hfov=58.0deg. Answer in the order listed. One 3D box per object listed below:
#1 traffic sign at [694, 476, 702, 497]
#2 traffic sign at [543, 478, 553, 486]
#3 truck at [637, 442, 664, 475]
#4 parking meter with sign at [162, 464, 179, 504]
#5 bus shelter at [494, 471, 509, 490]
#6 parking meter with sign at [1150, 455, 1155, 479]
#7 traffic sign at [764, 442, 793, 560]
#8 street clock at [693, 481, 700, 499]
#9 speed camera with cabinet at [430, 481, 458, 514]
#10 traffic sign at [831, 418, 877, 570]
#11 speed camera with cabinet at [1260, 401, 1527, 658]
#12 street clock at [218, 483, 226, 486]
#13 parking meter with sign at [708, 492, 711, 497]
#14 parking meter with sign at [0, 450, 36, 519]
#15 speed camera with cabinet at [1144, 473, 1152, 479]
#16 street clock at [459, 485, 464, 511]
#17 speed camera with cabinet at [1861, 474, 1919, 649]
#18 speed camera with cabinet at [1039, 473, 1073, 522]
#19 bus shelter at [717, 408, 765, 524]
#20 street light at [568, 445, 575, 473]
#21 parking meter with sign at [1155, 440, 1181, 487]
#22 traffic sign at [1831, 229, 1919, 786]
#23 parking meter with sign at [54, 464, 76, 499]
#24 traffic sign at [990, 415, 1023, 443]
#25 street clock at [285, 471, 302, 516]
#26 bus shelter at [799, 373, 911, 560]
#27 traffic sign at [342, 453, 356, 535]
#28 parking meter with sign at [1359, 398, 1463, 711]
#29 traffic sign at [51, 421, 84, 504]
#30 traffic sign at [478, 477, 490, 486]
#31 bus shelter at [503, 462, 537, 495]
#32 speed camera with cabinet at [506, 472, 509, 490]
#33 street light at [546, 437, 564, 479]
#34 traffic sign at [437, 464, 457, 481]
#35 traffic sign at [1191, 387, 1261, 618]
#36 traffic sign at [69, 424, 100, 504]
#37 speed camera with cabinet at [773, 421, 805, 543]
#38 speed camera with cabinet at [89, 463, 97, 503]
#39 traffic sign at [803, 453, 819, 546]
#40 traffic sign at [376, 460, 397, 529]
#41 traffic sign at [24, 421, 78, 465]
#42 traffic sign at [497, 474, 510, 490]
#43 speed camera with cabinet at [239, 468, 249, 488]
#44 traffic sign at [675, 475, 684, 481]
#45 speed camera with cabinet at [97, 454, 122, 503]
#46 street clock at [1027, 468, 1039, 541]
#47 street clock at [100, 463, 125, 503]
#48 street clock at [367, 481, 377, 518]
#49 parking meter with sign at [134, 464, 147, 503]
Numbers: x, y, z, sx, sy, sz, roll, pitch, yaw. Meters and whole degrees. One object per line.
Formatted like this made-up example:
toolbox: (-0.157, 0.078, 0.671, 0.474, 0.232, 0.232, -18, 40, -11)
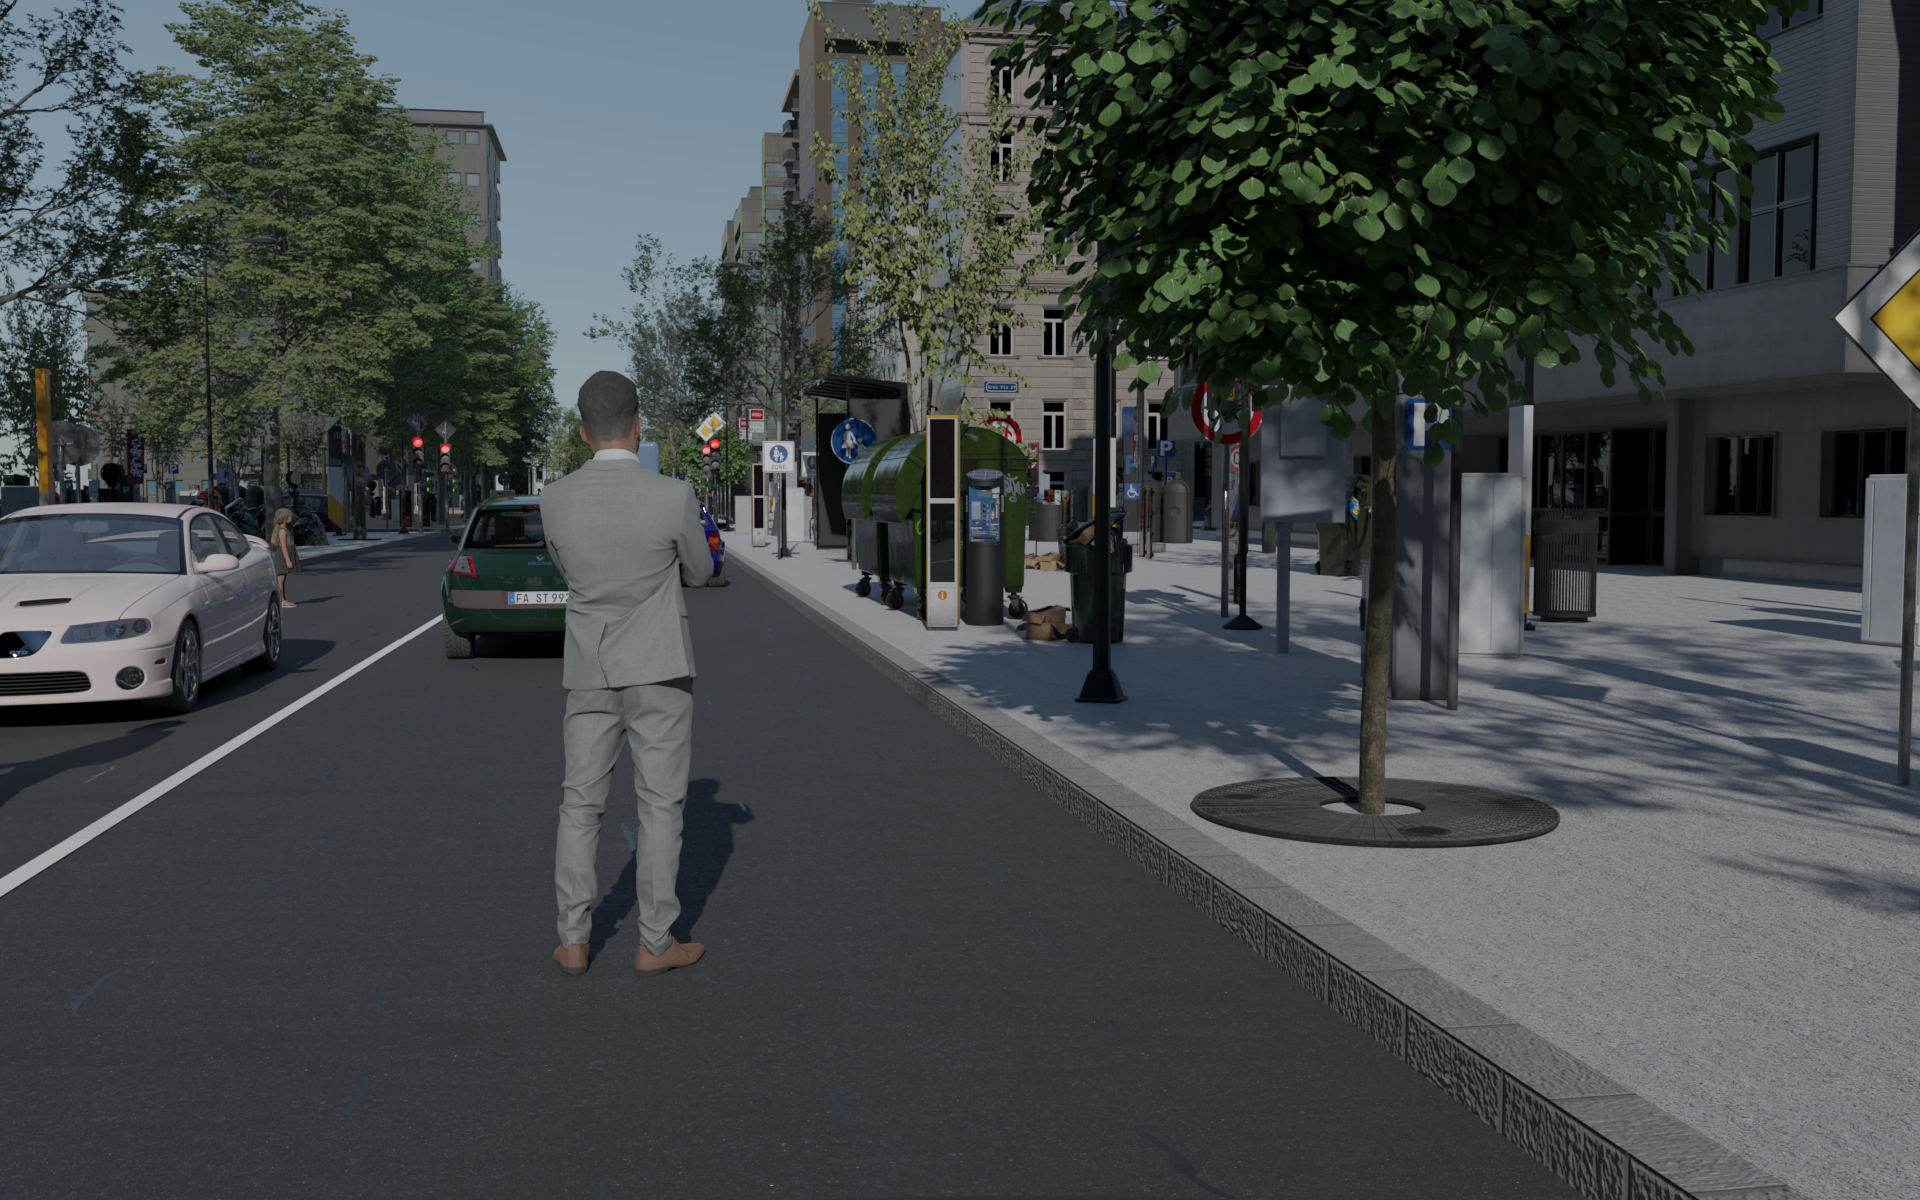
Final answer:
traffic sign: (-12.949, -5.299, 86.748, 0.768, 2.556, 0.104, 0, 4, -8)
traffic sign: (-33.046, -8.495, 139.002, 0.768, 2.556, 0.104, 0, 4, -2)
truck: (-15.444, -5.696, 82.886, 2.967, 4.110, 18.799, -1, 4, -11)
parking meter with sign: (-46.005, -6.395, 100.820, 0.543, 3.016, 1.738, 0, 4, -8)
bus shelter: (-33.803, -8.281, 129.317, 2.014, 3.302, 5.546, -1, 4, -10)
parking meter with sign: (9.498, -5.006, 78.110, 1.738, 3.016, 0.543, -1, 4, -14)
traffic sign: (-3.524, -1.929, 33.674, 0.606, 2.300, 0.079, -1, 4, -10)
street clock: (-12.409, -4.707, 81.522, 0.358, 2.002, 0.471, 1, 4, 8)
speed camera with cabinet: (-33.150, -7.109, 110.564, 2.038, 3.252, 0.660, -2, 4, -35)
traffic sign: (-1.788, -1.782, 29.243, 0.768, 2.556, 0.104, 0, 4, -4)
speed camera with cabinet: (3.457, -1.196, 13.894, 2.038, 3.252, 0.660, 1, 4, 11)
street clock: (-47.979, -6.612, 112.672, 0.471, 2.002, 0.358, 1, 4, 8)
parking meter with sign: (-17.142, -7.381, 116.939, 1.738, 3.016, 0.543, 3, 5, 42)
parking meter with sign: (-37.617, -4.445, 68.940, 1.738, 3.016, 0.543, 0, 4, 2)
speed camera with cabinet: (7.881, -4.980, 75.759, 0.660, 3.252, 2.038, 1, 4, 20)
street clock: (-38.180, -7.840, 132.754, 0.358, 2.002, 0.471, 2, 4, 28)
speed camera with cabinet: (8.735, -1.251, 14.789, 2.038, 3.252, 0.660, -1, 4, -20)
speed camera with cabinet: (4.008, -4.971, 75.611, 0.660, 3.252, 2.038, -3, 5, -45)
bus shelter: (-9.793, -6.190, 78.831, 2.179, 5.291, 8.768, -1, 4, -10)
street light: (-37.410, -11.738, 164.461, 1.470, 5.913, 1.316, -1, 4, -10)
parking meter with sign: (6.920, -3.679, 56.416, 0.543, 3.016, 1.738, 1, 4, 21)
traffic sign: (4.158, -0.390, 7.566, 0.795, 2.450, 0.064, 0, 4, -2)
parking meter with sign: (-45.628, -5.636, 88.406, 0.543, 3.016, 1.738, -3, 5, -43)
traffic sign: (0.615, -1.687, 27.681, 0.768, 2.556, 0.104, 0, 4, -7)
street clock: (-20.733, -3.021, 53.958, 0.358, 2.002, 0.471, 2, 4, 28)
bus shelter: (-2.274, -2.795, 36.974, 1.731, 3.624, 6.357, -1, 4, -10)
traffic sign: (-19.047, -3.273, 53.618, 0.768, 2.556, 0.104, 0, 4, -3)
parking meter with sign: (2.918, -0.903, 11.020, 0.543, 3.016, 1.738, 0, 4, 0)
traffic sign: (-15.574, -1.831, 30.037, 0.768, 2.556, 0.104, 0, 4, -3)
traffic sign: (-34.110, -7.587, 124.149, 0.768, 2.556, 0.104, -1, 4, -10)
bus shelter: (-29.517, -8.415, 115.221, 2.179, 5.291, 8.768, -1, 4, -10)
speed camera with cabinet: (-31.528, -7.732, 120.759, 0.660, 3.252, 2.038, 0, 4, -5)
street light: (-32.897, -10.251, 140.152, 1.470, 5.913, 1.316, -1, 4, -10)
traffic sign: (-20.280, -4.183, 68.496, 0.768, 2.556, 0.104, -1, 4, -9)
traffic sign: (2.750, -1.090, 17.922, 0.768, 2.556, 0.104, 0, 4, -2)
traffic sign: (-16.034, -1.920, 31.502, 0.768, 2.556, 0.104, -1, 4, -9)
speed camera with cabinet: (-4.595, -3.196, 46.591, 0.660, 3.252, 2.038, -1, 4, -13)
speed camera with cabinet: (-55.355, -7.135, 110.986, 0.660, 3.252, 2.038, -1, 4, -17)
traffic sign: (-3.570, -2.469, 42.498, 0.606, 2.300, 0.079, 0, 4, -3)
traffic sign: (-21.280, -3.925, 64.283, 0.768, 2.556, 0.104, 0, 4, -2)
traffic sign: (-15.994, -1.865, 30.490, 0.884, 2.594, 0.081, 0, 4, -6)
traffic sign: (-28.254, -6.555, 107.285, 0.768, 2.556, 0.104, 0, 4, -6)
speed camera with cabinet: (-48.740, -7.570, 118.103, 0.660, 3.252, 2.038, -2, 4, -25)
traffic sign: (-19.122, -7.214, 118.052, 0.768, 2.556, 0.104, -1, 4, -9)
speed camera with cabinet: (-40.727, -5.470, 83.762, 0.660, 3.252, 2.038, 0, 4, 1)
street clock: (1.983, -2.618, 47.372, 0.358, 2.002, 0.471, -1, 4, -12)
street clock: (-19.674, -2.183, 40.255, 0.471, 2.002, 0.358, 0, 4, 2)
street clock: (-31.512, -5.398, 92.832, 0.471, 2.002, 0.358, -3, 5, -44)
parking meter with sign: (-47.936, -6.372, 100.435, 1.738, 3.016, 0.543, 2, 4, 26)
